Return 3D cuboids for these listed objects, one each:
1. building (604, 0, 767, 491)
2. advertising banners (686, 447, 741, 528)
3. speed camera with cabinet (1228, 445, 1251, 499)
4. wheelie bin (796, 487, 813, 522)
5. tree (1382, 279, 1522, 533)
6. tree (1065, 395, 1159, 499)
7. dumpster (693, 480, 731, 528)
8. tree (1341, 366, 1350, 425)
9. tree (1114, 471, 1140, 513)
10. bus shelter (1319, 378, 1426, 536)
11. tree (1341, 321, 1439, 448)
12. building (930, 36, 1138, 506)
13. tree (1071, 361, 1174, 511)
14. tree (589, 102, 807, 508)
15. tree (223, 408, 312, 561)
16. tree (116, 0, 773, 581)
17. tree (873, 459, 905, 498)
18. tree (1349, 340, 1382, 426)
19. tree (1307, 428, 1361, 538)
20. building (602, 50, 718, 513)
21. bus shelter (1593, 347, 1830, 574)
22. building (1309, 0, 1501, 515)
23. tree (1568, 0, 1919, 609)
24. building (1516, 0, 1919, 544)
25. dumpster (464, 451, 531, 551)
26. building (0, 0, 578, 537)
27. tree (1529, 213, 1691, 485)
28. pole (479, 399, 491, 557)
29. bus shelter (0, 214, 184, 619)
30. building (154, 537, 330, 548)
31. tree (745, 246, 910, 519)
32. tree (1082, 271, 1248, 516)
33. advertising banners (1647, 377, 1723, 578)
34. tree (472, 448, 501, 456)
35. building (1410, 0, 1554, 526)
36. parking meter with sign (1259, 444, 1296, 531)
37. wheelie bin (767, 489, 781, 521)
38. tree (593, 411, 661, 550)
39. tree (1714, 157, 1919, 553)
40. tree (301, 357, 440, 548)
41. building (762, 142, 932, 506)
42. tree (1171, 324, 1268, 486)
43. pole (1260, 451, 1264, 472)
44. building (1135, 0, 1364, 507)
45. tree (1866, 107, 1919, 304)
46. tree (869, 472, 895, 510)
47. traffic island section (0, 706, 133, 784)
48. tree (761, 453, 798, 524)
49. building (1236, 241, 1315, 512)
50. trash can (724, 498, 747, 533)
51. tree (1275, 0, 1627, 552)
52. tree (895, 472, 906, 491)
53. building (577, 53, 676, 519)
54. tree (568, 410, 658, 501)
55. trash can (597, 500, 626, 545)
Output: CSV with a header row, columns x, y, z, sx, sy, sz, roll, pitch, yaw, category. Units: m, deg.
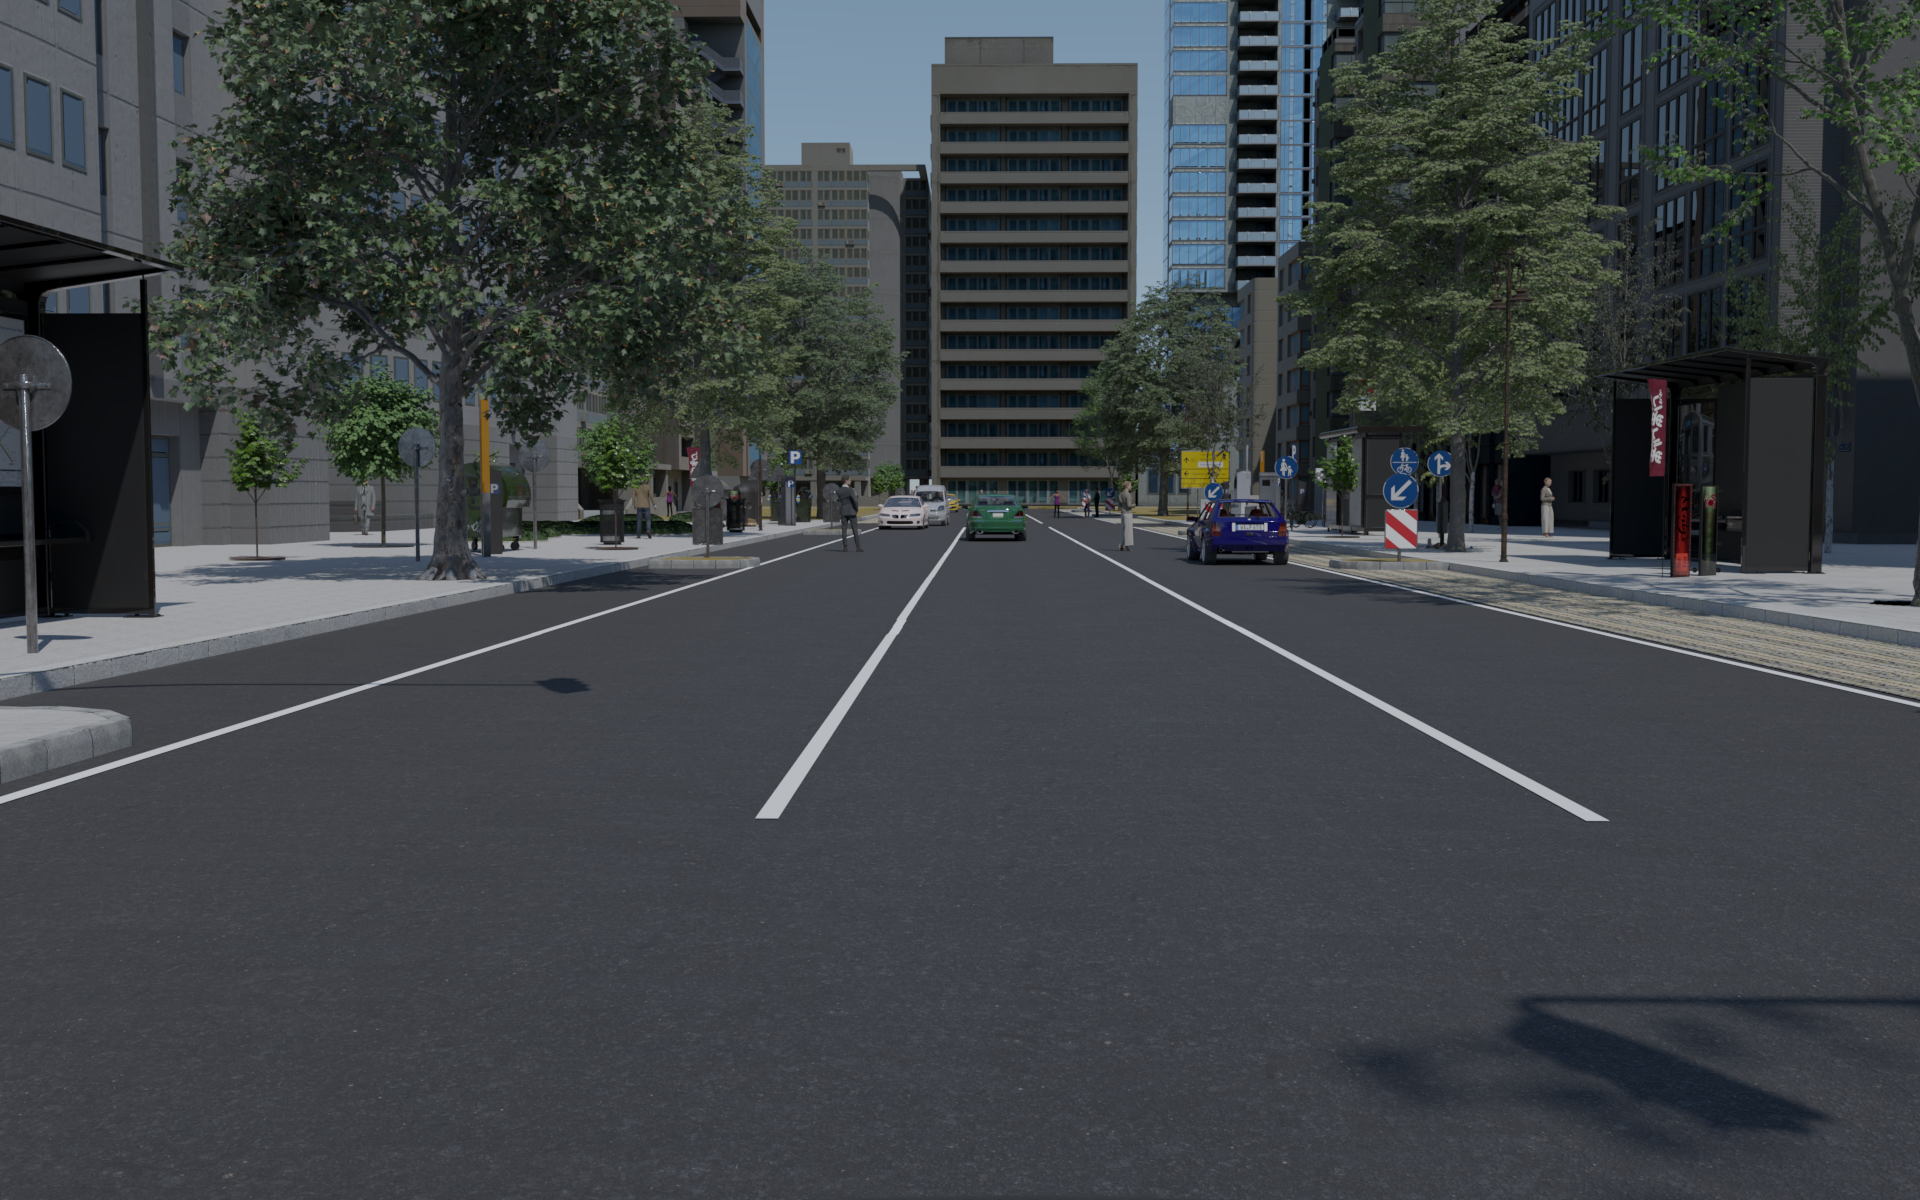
x,y,z,sx,sy,sz,roll,pitch,yaw,category
-23.886,-30.067,141.701,14.200,45.320,14.600,0,4,1,building
-9.120,-4.175,64.451,2.074,3.025,0.090,0,4,-5,advertising banners
11.438,-4.689,71.005,0.660,3.252,2.038,0,4,-1,speed camera with cabinet
-7.047,-4.307,78.333,0.693,1.594,0.980,1,4,18,wheelie bin
16.876,-6.542,57.322,4.737,8.622,4.395,0,3,0,tree
13.179,-13.111,148.772,8.767,10.594,7.601,0,4,4,tree
-9.490,-3.697,66.209,1.264,1.857,1.865,0,4,1,dumpster
19.600,-7.961,80.524,4.737,8.622,4.395,0,3,0,tree
11.660,-7.606,118.965,1.663,3.219,1.824,0,3,0,tree
13.290,-4.880,57.419,2.179,5.291,8.768,0,4,1,bus shelter
18.459,-7.489,72.805,4.360,8.622,3.978,0,3,0,tree
7.740,-34.513,187.992,21.600,48.544,21.300,0,4,1,building
12.162,-12.500,130.125,9.928,11.665,9.643,0,3,0,tree
-7.825,-8.113,50.767,7.486,12.596,7.792,0,3,0,tree
-13.668,-2.380,33.513,1.663,3.219,1.824,0,3,0,tree
-7.534,-6.650,25.743,9.611,12.733,9.660,0,3,0,tree
-6.609,-10.762,159.672,4.285,4.588,4.351,0,3,0,tree
16.786,-6.867,62.633,4.737,8.622,4.395,0,3,0,tree
11.288,-3.442,50.880,1.663,3.219,1.824,0,3,0,tree
-24.320,-21.010,115.212,14.160,30.474,14.107,0,4,1,building
13.169,-2.419,30.835,1.731,3.624,6.357,0,4,1,bus shelter
29.537,-20.754,111.028,14.160,30.474,14.107,0,4,1,building
10.881,-5.728,19.405,9.928,11.665,9.643,0,3,0,tree
28.394,-15.999,55.089,14.314,27.812,24.014,0,4,1,building
-10.516,-2.199,38.446,1.502,2.255,1.985,0,4,1,dumpster
-29.236,-32.201,68.486,21.231,58.520,28.212,0,4,1,building
16.681,-5.760,44.539,4.360,8.622,3.978,0,3,0,tree
-9.671,-2.533,35.257,0.158,3.312,0.155,0,3,0,pole
-8.906,-1.445,14.904,1.731,3.624,6.357,0,4,1,bus shelter
-28.139,-29.989,32.319,21.231,58.520,28.212,0,4,1,building
-7.099,-11.157,89.064,9.857,13.997,8.962,0,3,0,tree
11.716,-11.840,100.237,9.857,13.997,8.962,0,3,0,tree
11.139,-1.864,26.658,2.074,3.025,0.090,-3,4,-36,advertising banners
-17.455,-4.217,63.547,1.663,3.219,1.824,0,3,0,tree
27.924,-15.048,75.706,12.332,23.373,15.834,0,4,1,building
10.950,-3.975,61.258,1.738,3.016,0.543,2,4,27,parking meter with sign
-8.545,-4.480,81.160,0.980,1.594,0.693,-1,4,-12,wheelie bin
-7.977,-2.763,39.769,1.663,3.219,1.824,0,3,0,tree
18.642,-5.327,37.466,4.737,8.622,4.395,0,3,0,tree
-14.040,-3.552,41.788,4.285,4.588,4.351,0,3,0,tree
-14.967,-30.716,194.084,23.993,40.220,32.217,0,4,1,building
11.324,-7.686,76.026,4.360,8.622,3.978,0,3,0,tree
14.208,-5.360,81.486,0.158,3.312,0.155,0,3,0,pole
34.041,-53.457,186.686,31.000,86.520,22.319,0,4,1,building
17.169,-4.788,28.649,4.360,8.622,3.978,0,3,0,tree
-6.586,-8.830,138.963,1.663,3.219,1.824,0,3,0,tree
-5.733,0.813,8.994,2.009,0.180,2.903,0,4,1,traffic island section
-7.970,-4.904,74.779,1.663,3.219,1.824,0,3,0,tree
37.177,-17.607,132.920,27.650,21.520,28.899,0,4,1,building
-7.484,-2.822,57.795,0.748,1.137,0.748,0,3,0,trash can
10.954,-7.364,38.533,7.486,12.596,7.792,0,3,0,tree
-5.591,-9.666,152.643,1.663,3.219,1.824,0,3,0,tree
-33.254,-24.719,96.039,32.217,40.220,23.993,0,4,1,building
-13.122,-5.014,65.686,4.285,4.588,4.351,0,3,0,tree
-8.794,-1.965,43.775,0.748,1.137,0.748,0,3,0,trash can
